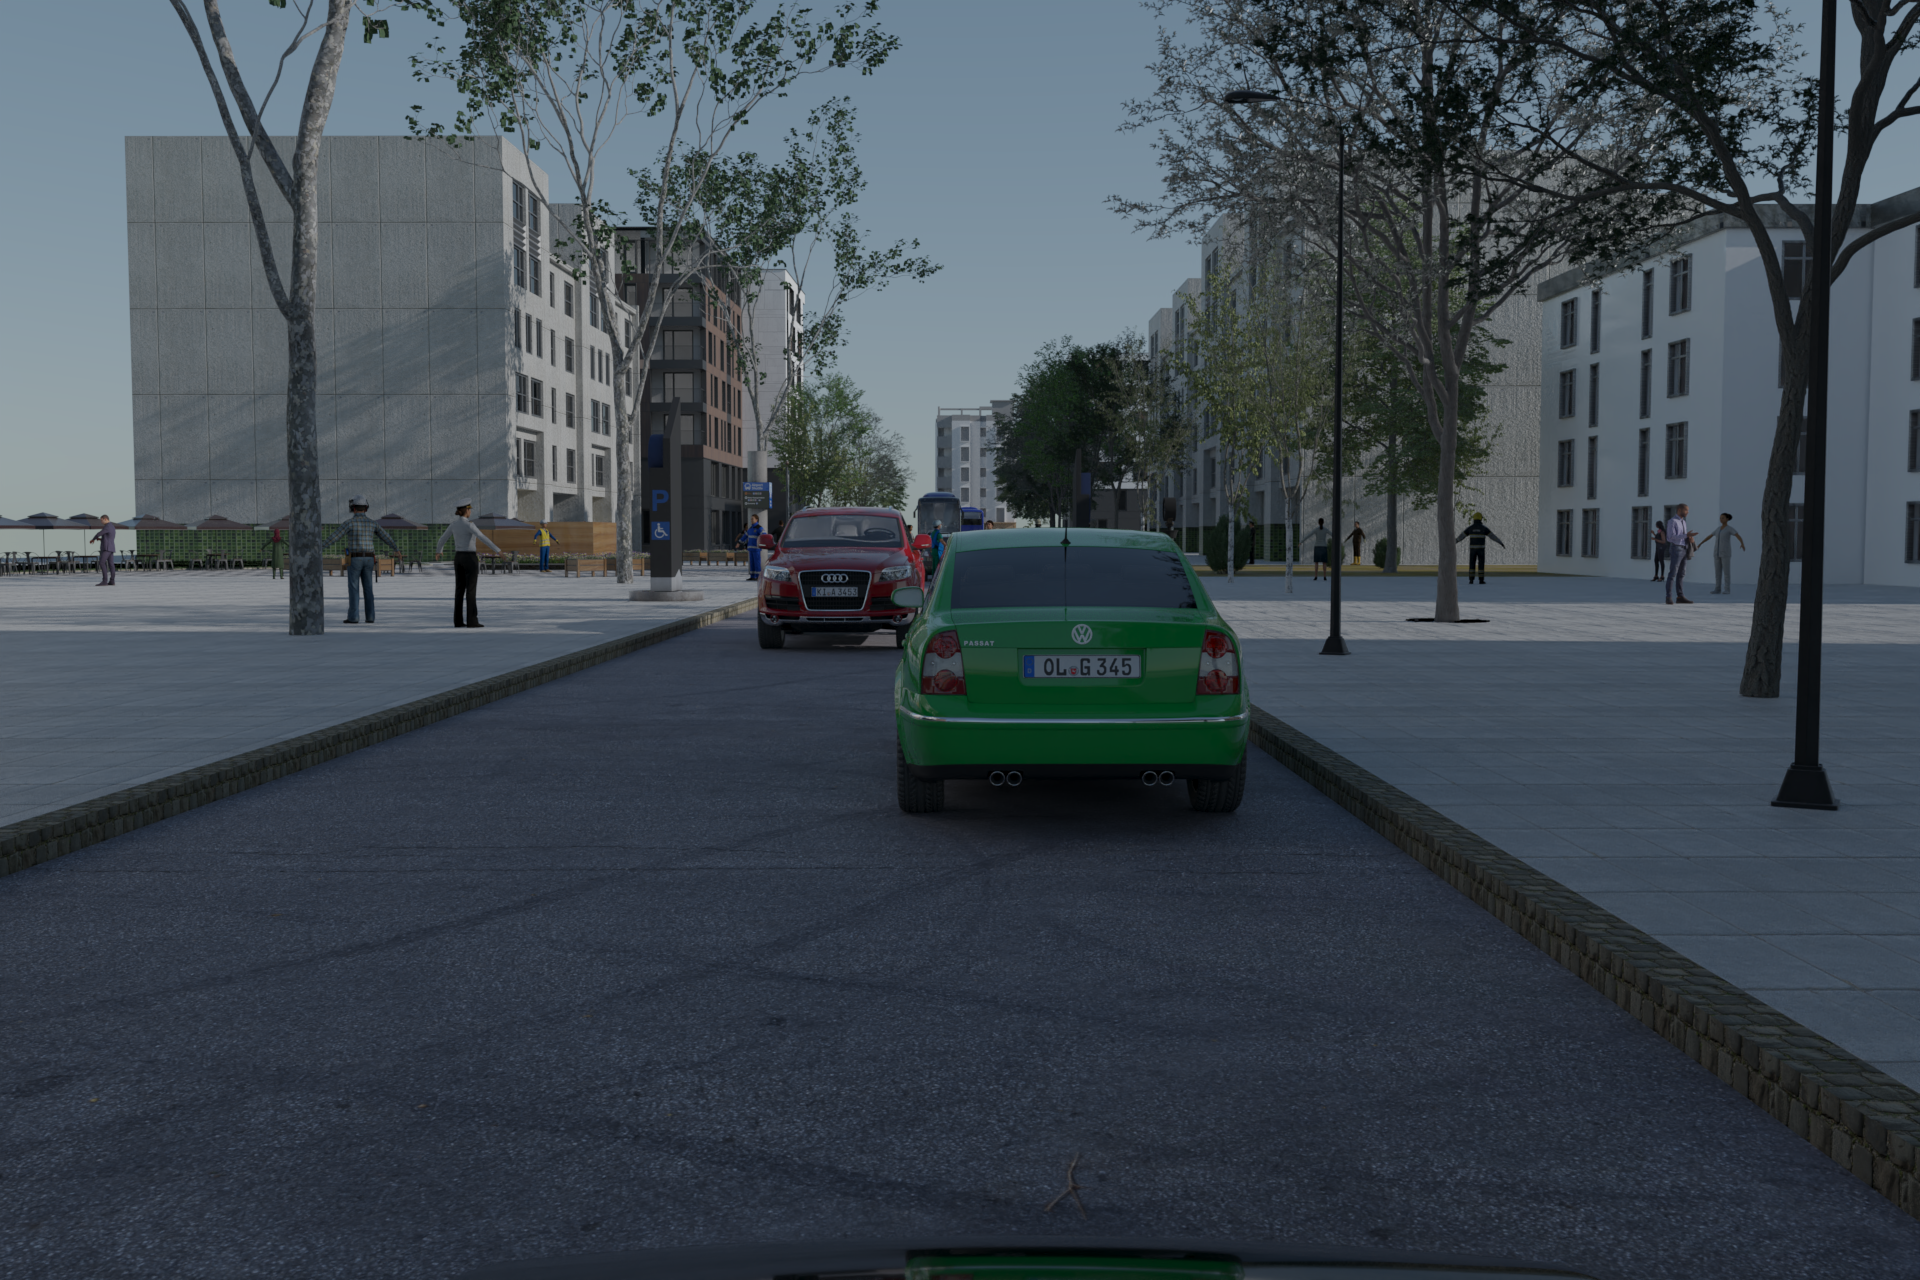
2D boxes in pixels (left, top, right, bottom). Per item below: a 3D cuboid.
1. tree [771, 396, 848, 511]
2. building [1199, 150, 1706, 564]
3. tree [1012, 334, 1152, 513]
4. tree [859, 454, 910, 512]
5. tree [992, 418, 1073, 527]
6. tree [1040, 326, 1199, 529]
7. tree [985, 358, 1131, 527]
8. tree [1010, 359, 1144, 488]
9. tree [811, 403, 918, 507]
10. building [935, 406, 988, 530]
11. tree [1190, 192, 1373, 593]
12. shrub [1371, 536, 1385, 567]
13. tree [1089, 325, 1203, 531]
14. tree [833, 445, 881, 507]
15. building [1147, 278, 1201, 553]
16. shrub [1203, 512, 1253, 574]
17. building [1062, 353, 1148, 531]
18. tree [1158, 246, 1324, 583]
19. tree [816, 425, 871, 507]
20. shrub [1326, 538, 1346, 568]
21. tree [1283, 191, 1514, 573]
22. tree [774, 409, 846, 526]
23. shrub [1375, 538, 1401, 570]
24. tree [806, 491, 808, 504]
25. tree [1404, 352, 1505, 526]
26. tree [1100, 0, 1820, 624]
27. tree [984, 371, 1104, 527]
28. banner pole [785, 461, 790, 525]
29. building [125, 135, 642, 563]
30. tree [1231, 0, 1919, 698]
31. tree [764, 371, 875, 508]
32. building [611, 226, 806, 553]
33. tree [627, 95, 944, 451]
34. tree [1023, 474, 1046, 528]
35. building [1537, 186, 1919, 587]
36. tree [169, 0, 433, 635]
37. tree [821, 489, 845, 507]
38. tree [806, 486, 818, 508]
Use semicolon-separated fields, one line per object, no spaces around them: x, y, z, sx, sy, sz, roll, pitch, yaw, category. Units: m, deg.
-8.187;-8.611;91.147;4.737;8.622;4.395;0;3;0;tree
22.813;-13.579;88.475;16.747;18.905;31.486;0;3;0;building
6.539;-10.006;89.354;9.928;11.665;9.643;0;3;0;tree
-10.686;-19.977;244.749;7.486;12.596;7.792;0;3;0;tree
6.441;-13.866;144.837;7.486;12.596;7.792;0;3;0;tree
7.196;-8.713;76.868;7.601;10.594;8.767;-3;5;-40;tree
6.783;-12.769;119.135;12.009;13.543;11.850;0;3;0;tree
6.918;-10.616;99.325;9.928;11.665;9.643;0;3;0;tree
-9.001;-15.172;158.432;12.009;13.543;11.850;0;3;0;tree
-3.115;-23.756;247.291;11.380;20.090;16.016;0;4;-8;building
7.260;-5.336;37.605;4.360;8.622;3.978;0;3;0;tree
15.869;-3.281;64.755;1.383;1.207;1.383;0;3;0;shrub
6.315;-6.829;62.017;4.360;8.622;3.978;0;3;0;tree
-8.919;-11.486;138.153;4.360;8.622;3.978;0;3;0;tree
24.046;-16.019;128.369;16.747;18.905;31.486;0;4;0;building
8.584;-3.128;55.566;1.690;2.028;1.600;0;3;0;shrub
26.283;-22.468;211.328;27.936;21.610;32.646;0;3;0;building
7.348;-5.801;45.212;4.737;8.622;4.395;0;3;0;tree
-8.140;-10.212;117.334;4.737;8.622;4.395;0;3;0;tree
13.998;-3.300;65.072;1.383;1.207;1.383;0;3;0;shrub
14.345;-8.535;57.667;7.486;12.596;7.792;0;3;0;tree
-8.774;-9.104;99.206;4.737;8.622;4.395;0;3;0;tree
15.256;-3.093;61.688;1.383;1.207;1.383;0;3;0;shrub
-22.955;-17.870;242.532;4.737;8.622;4.395;0;3;0;tree
19.238;-7.226;68.513;4.737;8.622;4.395;0;3;0;tree
7.013;-7.009;24.960;12.009;13.543;11.850;0;3;0;tree
6.955;-13.782;131.991;9.857;13.997;8.962;0;3;0;tree
-5.936;-4.269;59.810;0.401;3.779;0.863;0;4;1;banner pole
-28.548;-13.854;92.973;16.747;18.905;31.486;0;4;0;building
6.308;-4.807;13.014;8.767;10.594;7.601;0;4;-2;tree
-8.913;-11.252;109.719;9.928;11.665;9.643;0;3;0;tree
-27.358;-17.598;131.706;27.936;21.610;32.646;0;4;1;building
-7.410;-13.368;74.451;12.611;20.169;13.585;0;3;0;tree
7.036;-12.382;152.803;4.737;8.622;4.395;0;3;0;tree
23.919;-6.249;44.318;9.099;9.664;28.070;0;3;0;building
-9.331;-10.198;22.624;12.611;20.169;13.585;0;3;0;tree
-17.643;-17.892;242.900;4.737;8.622;4.395;0;3;0;tree
-24.346;-19.846;250.236;9.928;11.665;9.643;0;3;0;tree
